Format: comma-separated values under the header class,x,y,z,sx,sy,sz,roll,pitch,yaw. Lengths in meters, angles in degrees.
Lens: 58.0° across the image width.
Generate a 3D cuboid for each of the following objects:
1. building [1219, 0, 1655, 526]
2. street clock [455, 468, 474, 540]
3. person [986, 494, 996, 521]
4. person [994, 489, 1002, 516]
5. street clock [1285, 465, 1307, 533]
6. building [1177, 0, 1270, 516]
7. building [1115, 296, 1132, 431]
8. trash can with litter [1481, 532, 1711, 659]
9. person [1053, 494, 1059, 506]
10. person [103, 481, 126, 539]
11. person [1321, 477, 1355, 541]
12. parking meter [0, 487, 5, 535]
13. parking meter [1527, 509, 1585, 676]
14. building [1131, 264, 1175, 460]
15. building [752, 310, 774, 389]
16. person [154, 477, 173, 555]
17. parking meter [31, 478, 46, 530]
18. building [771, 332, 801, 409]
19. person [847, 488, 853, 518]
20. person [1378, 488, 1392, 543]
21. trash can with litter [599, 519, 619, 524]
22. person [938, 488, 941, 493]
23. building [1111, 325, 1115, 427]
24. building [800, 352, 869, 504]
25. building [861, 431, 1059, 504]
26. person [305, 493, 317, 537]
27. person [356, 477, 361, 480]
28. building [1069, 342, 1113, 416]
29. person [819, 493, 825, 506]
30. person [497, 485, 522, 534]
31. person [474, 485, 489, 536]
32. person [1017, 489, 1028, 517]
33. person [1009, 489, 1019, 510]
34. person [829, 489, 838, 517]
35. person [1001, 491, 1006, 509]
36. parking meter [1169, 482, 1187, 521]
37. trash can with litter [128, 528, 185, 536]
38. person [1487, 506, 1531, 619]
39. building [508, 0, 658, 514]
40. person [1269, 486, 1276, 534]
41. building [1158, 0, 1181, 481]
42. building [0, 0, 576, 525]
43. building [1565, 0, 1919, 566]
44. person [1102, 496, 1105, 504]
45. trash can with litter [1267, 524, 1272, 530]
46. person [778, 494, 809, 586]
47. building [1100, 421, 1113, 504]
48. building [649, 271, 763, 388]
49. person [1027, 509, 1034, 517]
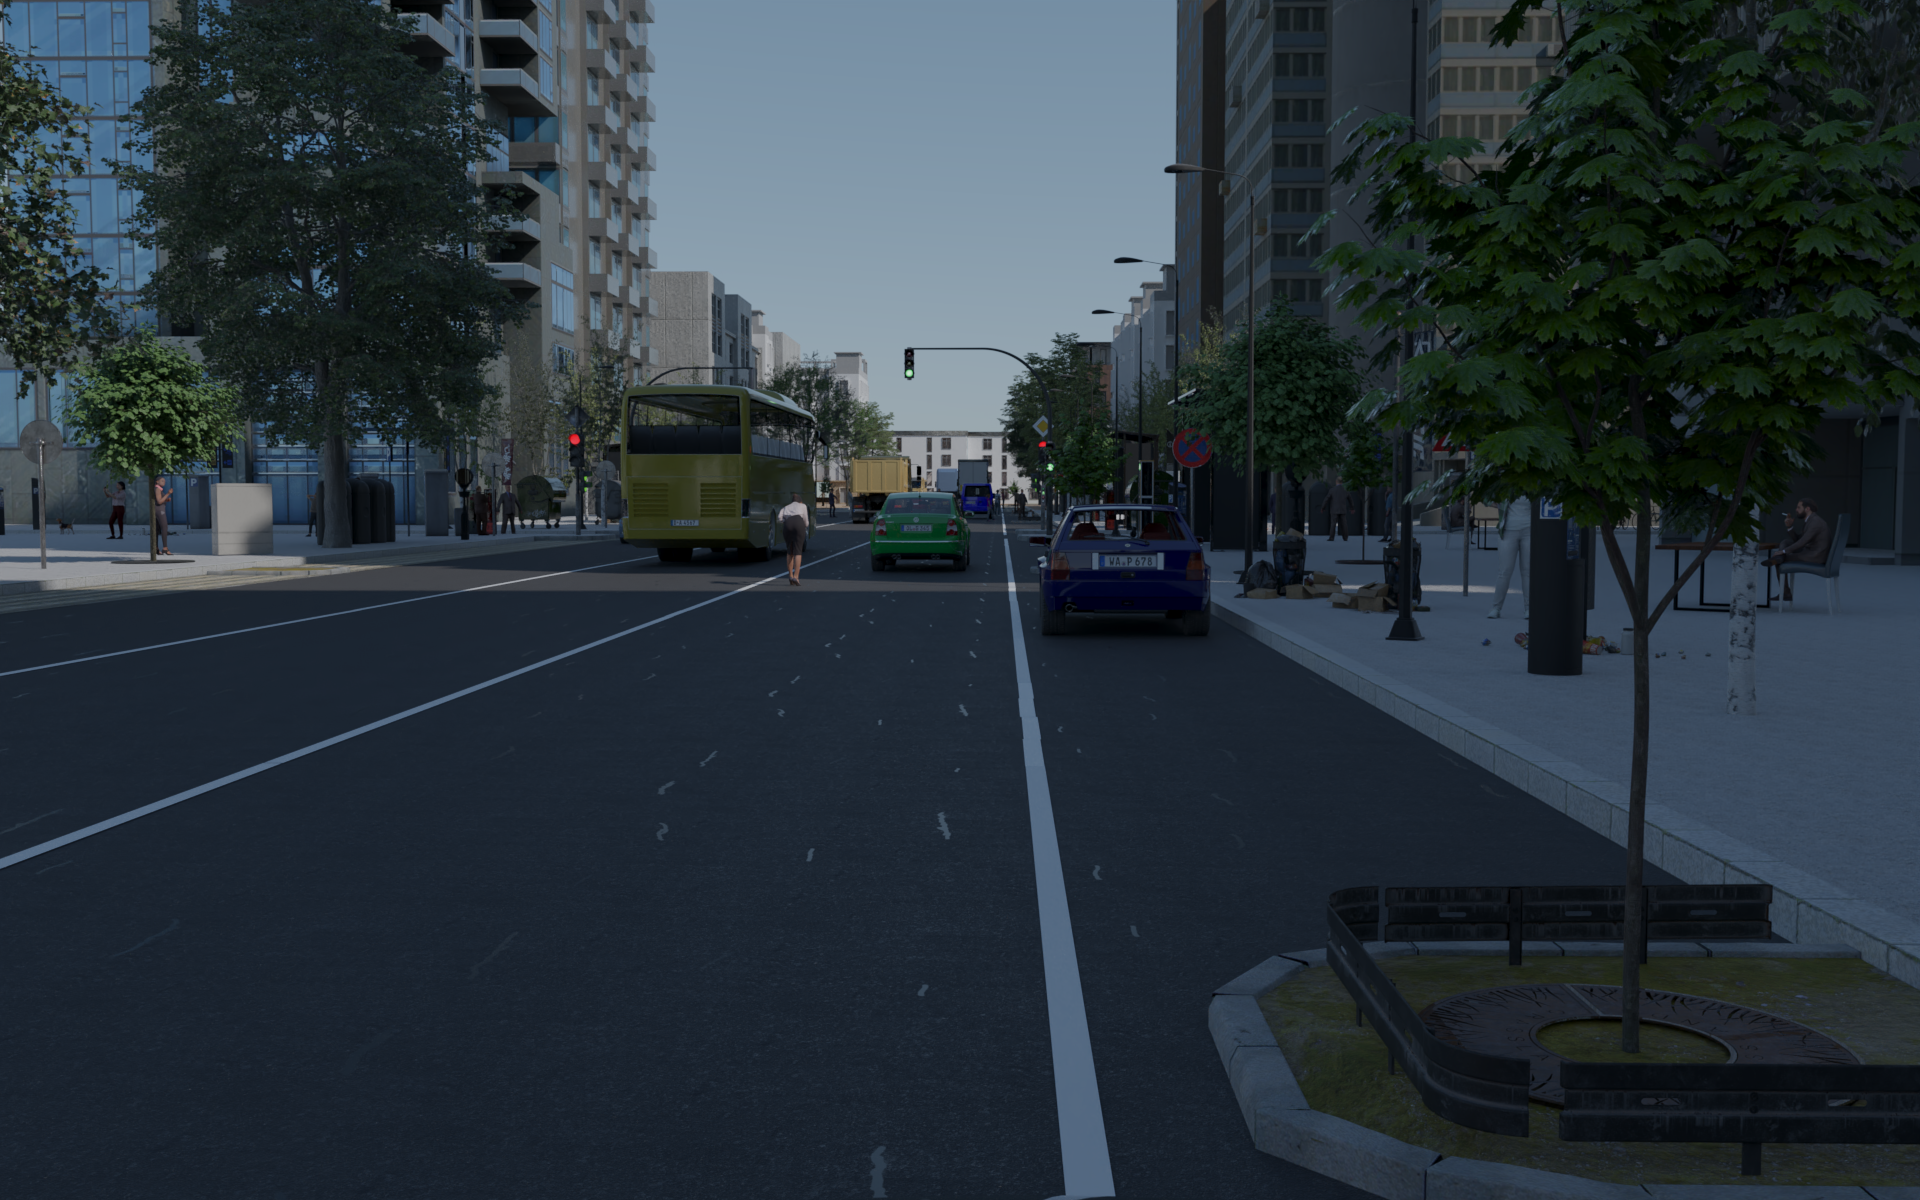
class,x,y,z,sx,sy,sz,roll,pitch,yaw
building,25.701,-23.972,83.825,23.993,40.220,32.217,0,4,1
street clock,-13.848,-2.681,48.405,0.471,2.002,0.358,0,4,0
person,1.664,-4.825,90.621,0.776,1.435,0.726,-1,4,-9
person,2.426,-6.352,113.083,0.376,1.734,0.841,-3,5,-42
street clock,6.867,-1.885,35.382,0.471,2.002,0.358,-3,4,-38
building,21.233,-28.020,108.241,14.600,45.320,14.200,0,4,1
building,22.954,-18.553,159.760,16.016,20.091,11.380,0,4,1
trash can with litter,5.261,-0.216,14.594,1.678,1.210,2.233,1,4,11
person,10.072,-10.637,179.978,1.348,1.821,0.705,1,4,16
person,-23.967,-2.546,49.133,0.566,1.644,0.517,-1,4,-19
person,10.297,-2.488,47.267,0.990,1.755,0.434,0,4,-7
parking meter,-30.011,-2.789,54.003,0.372,1.533,0.369,0,3,0
parking meter,4.258,-0.241,12.353,0.372,1.533,0.369,0,3,0
building,23.392,-17.835,148.021,16.016,20.091,11.380,0,4,1
building,-26.990,-19.537,175.854,16.016,20.091,11.380,0,4,1
person,-16.694,-1.761,36.298,0.593,1.643,0.415,1,4,10
parking meter,-33.045,-3.451,62.138,0.399,1.863,0.255,0,4,7
building,-34.833,-20.258,197.676,31.486,18.905,16.747,0,4,1
person,-6.614,-5.954,106.002,0.789,1.805,0.875,-1,4,-23
person,11.343,-2.289,45.685,0.499,1.552,0.429,-3,5,-43
trash can with litter,-15.206,-3.919,75.455,0.624,1.170,1.055,2,4,32
person,-1.432,-6.576,116.147,0.598,1.807,0.434,2,4,33
building,23.033,-19.248,171.120,16.016,20.091,11.380,0,4,1
building,-18.624,-23.271,236.902,11.380,20.091,16.016,0,4,1
building,1.022,-17.825,233.589,28.070,9.664,9.099,0,4,1
person,-19.460,-2.581,52.149,0.435,1.345,0.340,-3,5,-42
person,-19.007,-2.965,54.661,0.789,1.805,0.875,3,5,41
building,32.062,-24.380,242.582,32.646,21.610,27.936,0,4,1
person,-14.389,-10.724,181.387,0.705,1.823,1.348,1,4,23
person,-15.062,-2.990,57.939,0.990,1.755,0.434,-3,5,-40
person,-14.815,-2.768,53.576,0.482,1.546,0.388,2,4,33
person,3.955,-6.091,108.633,0.434,1.755,0.990,3,5,45
person,4.721,-8.310,144.376,1.348,1.823,0.705,0,4,4
person,-7.729,-5.943,106.120,0.568,1.767,0.683,1,4,19
person,4.270,-9.696,167.744,0.721,1.743,1.217,1,4,19
parking meter,4.530,-1.693,36.085,0.372,1.533,0.369,0,3,0
trash can with litter,-24.941,-2.616,53.831,1.678,1.210,2.233,-3,5,-40
person,5.752,-0.676,17.819,0.841,1.734,0.376,1,4,21
building,-33.094,-30.395,116.574,23.786,49.044,30.456,0,4,1
person,10.217,-2.830,55.682,0.541,1.710,0.530,1,4,14
building,24.638,-41.988,124.750,20.563,71.187,20.611,0,4,1
building,-32.119,-47.182,84.097,22.319,86.520,31.000,0,4,1
building,27.914,-26.859,28.378,28.713,52.752,27.495,0,4,1
person,8.190,-5.456,97.523,0.482,1.546,0.388,-3,5,-42
trash can with litter,10.201,-3.121,62.088,2.233,1.210,1.678,2,4,27
person,-2.572,-0.952,27.249,0.628,1.438,0.799,-2,4,-30
building,20.684,-15.232,191.187,9.099,9.664,28.070,0,4,1
building,-27.967,-17.560,153.565,16.747,18.905,31.486,0,4,1
person,4.128,-5.015,100.972,0.381,0.543,0.357,1,4,22
